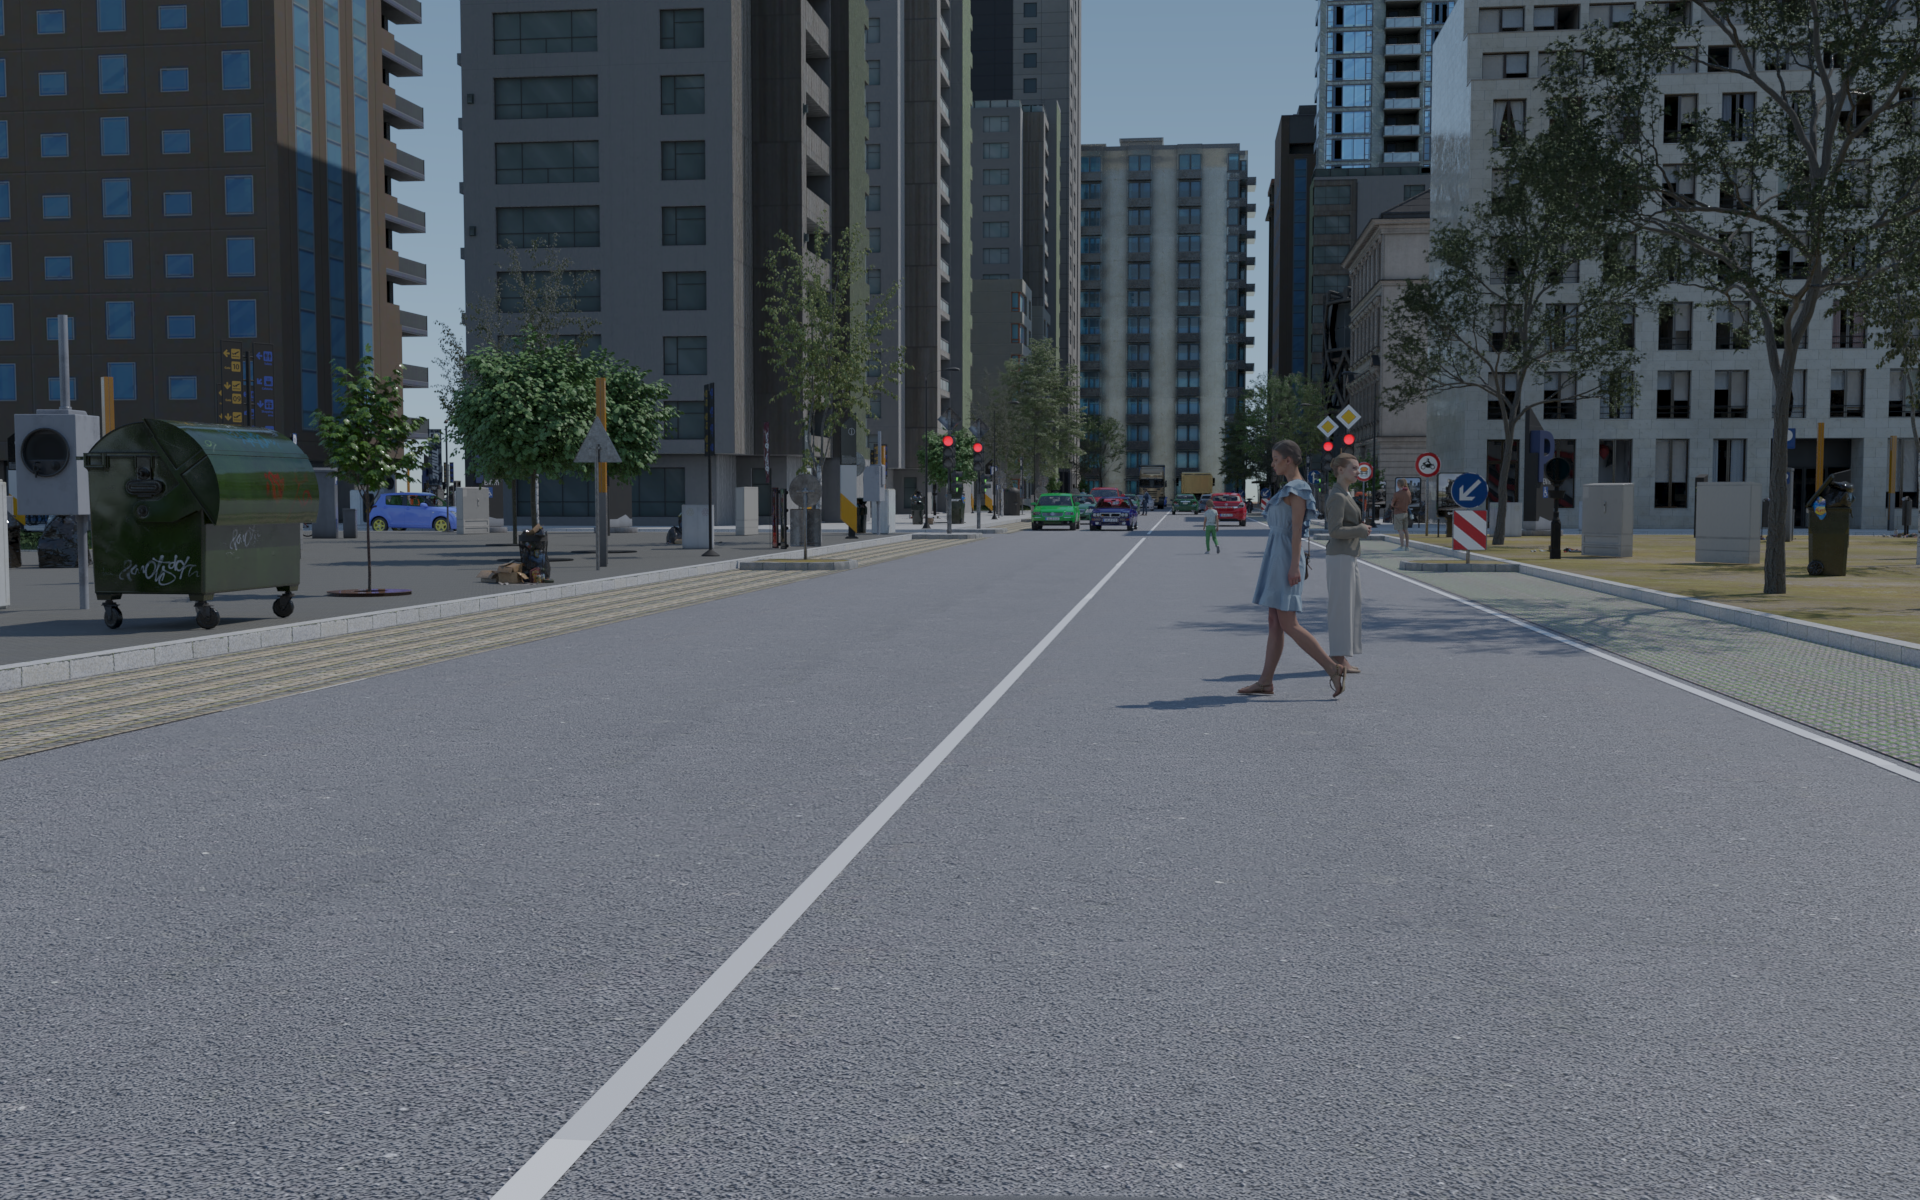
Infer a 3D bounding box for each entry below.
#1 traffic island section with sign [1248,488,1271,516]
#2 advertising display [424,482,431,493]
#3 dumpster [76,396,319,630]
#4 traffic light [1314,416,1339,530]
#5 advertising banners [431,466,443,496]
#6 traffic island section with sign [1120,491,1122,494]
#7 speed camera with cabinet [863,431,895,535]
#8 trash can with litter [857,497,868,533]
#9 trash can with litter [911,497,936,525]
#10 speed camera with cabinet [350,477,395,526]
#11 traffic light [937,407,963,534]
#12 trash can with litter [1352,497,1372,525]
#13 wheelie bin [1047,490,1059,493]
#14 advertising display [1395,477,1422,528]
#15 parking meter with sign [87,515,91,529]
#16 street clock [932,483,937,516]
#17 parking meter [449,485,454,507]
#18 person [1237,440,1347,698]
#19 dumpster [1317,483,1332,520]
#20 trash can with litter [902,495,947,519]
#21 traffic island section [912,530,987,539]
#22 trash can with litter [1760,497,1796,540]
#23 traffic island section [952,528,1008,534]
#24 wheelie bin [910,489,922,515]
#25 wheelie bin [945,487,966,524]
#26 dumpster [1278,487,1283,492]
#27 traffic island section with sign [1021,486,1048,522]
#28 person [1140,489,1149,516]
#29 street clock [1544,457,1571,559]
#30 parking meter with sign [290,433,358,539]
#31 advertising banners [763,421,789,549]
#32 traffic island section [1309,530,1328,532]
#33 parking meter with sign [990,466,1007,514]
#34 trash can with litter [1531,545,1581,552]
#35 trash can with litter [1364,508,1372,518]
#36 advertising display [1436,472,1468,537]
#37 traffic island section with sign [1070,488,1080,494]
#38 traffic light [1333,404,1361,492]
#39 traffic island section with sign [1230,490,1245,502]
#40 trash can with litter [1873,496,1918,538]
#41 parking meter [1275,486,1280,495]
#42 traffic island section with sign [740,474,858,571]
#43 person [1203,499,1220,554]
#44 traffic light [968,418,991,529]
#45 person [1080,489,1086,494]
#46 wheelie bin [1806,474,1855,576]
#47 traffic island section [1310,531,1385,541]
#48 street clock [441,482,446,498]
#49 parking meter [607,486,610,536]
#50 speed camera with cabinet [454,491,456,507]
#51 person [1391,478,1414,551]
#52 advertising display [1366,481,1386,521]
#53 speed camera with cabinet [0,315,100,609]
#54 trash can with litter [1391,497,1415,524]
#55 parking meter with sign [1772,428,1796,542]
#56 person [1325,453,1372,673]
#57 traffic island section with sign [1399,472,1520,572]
[{"bbox_3d":[19.918,-6.424,113.658,1.989,1.847,2.006,0,4,7],"label":"traffic island section with sign"},{"bbox_3d":[-29.394,-5.531,95.651,0.123,1.923,0.974,0,4,0],"label":"advertising display"},{"bbox_3d":[-7.517,-0.897,17.156,1.502,2.255,1.985,0,4,7],"label":"dumpster"},{"bbox_3d":[13.165,-4.481,62.190,0.839,4.253,0.868,0,4,7],"label":"traffic light"},{"bbox_3d":[-32.638,-6.814,107.591,2.074,3.025,0.090,3,5,43],"label":"advertising banners"},{"bbox_3d":[17.794,-11.251,192.579,1.989,1.847,2.006,0,4,7],"label":"traffic island section with sign"},{"bbox_3d":[-2.575,-3.722,55.196,0.660,3.252,2.038,1,4,12],"label":"speed camera with cabinet"},{"bbox_3d":[-3.420,-2.775,56.752,0.624,1.170,1.055,-1,4,-22],"label":"trash can with litter"},{"bbox_3d":[-1.526,-3.734,72.444,1.055,1.170,0.624,0,4,4],"label":"trash can with litter"},{"bbox_3d":[-24.199,-4.711,71.368,0.660,3.252,2.038,2,4,24],"label":"speed camera with cabinet"},{"bbox_3d":[-0.327,-4.095,55.876,0.839,4.253,0.868,0,4,7],"label":"traffic light"},{"bbox_3d":[16.530,-3.648,71.030,1.055,1.170,0.624,2,4,31],"label":"trash can with litter"},{"bbox_3d":[7.300,-7.610,132.337,0.980,1.594,0.693,0,4,3],"label":"wheelie bin"},{"bbox_3d":[16.958,-3.692,65.583,0.974,1.923,0.123,2,4,26],"label":"advertising display"},{"bbox_3d":[-23.529,-3.191,48.440,1.738,3.016,0.543,-3,5,-43],"label":"parking meter with sign"},{"bbox_3d":[-1.502,-6.034,103.230,0.358,2.002,0.471,0,4,-2],"label":"street clock"},{"bbox_3d":[-33.000,-6.534,112.541,0.255,1.863,0.399,0,4,1],"label":"parking meter"},{"bbox_3d":[2.359,-0.223,12.234,0.778,1.811,0.616,1,4,23],"label":"person"},{"bbox_3d":[18.649,-4.978,87.145,1.264,1.857,1.865,0,4,7],"label":"dumpster"},{"bbox_3d":[-1.808,-4.838,90.151,2.233,1.210,1.678,1,4,11],"label":"trash can with litter"},{"bbox_3d":[-0.365,-2.063,56.016,2.009,0.180,2.903,0,4,7],"label":"traffic island section"},{"bbox_3d":[22.460,-2.311,48.849,2.233,1.210,1.678,1,4,18],"label":"trash can with litter"},{"bbox_3d":[0.669,-2.548,63.934,2.009,0.180,2.903,0,4,7],"label":"traffic island section"},{"bbox_3d":[-2.540,-5.714,101.325,0.693,1.594,0.980,-1,4,-8],"label":"wheelie bin"},{"bbox_3d":[-0.175,-4.054,74.197,0.980,1.594,0.693,1,4,19],"label":"wheelie bin"},{"bbox_3d":[23.546,-7.278,124.756,1.264,1.857,1.865,0,4,7],"label":"dumpster"},{"bbox_3d":[4.179,-4.872,88.289,1.989,1.847,2.006,0,4,7],"label":"traffic island section with sign"},{"bbox_3d":[12.314,-6.513,115.166,0.419,1.800,0.721,-2,4,-31],"label":"person"},{"bbox_3d":[11.772,-1.811,34.188,0.471,2.002,0.358,1,4,10],"label":"street clock"},{"bbox_3d":[-18.326,-3.283,49.944,1.738,3.016,0.543,-1,4,-10],"label":"parking meter with sign"},{"bbox_3d":[-4.377,-2.744,41.056,0.090,3.025,2.074,-1,4,-21],"label":"advertising banners"},{"bbox_3d":[13.204,-2.448,62.298,2.009,0.180,2.903,0,4,7],"label":"traffic island section"},{"bbox_3d":[2.636,-6.939,109.712,0.543,3.016,1.738,2,4,35],"label":"parking meter with sign"},{"bbox_3d":[13.789,-1.674,38.426,2.233,1.210,1.678,1,4,9],"label":"trash can with litter"},{"bbox_3d":[21.445,-4.999,92.787,1.678,1.210,2.233,-3,5,-39],"label":"trash can with litter"},{"bbox_3d":[14.635,-2.826,51.419,0.974,1.923,0.123,0,4,0],"label":"advertising display"},{"bbox_3d":[7.678,-6.507,115.017,1.989,1.847,2.006,0,4,7],"label":"traffic island section with sign"},{"bbox_3d":[12.131,-3.997,54.271,0.839,4.253,0.868,0,4,7],"label":"traffic light"},{"bbox_3d":[26.445,-9.479,163.611,1.989,1.847,2.006,0,4,7],"label":"traffic island section with sign"},{"bbox_3d":[27.976,-2.474,51.503,1.678,1.210,2.233,3,4,36],"label":"trash can with litter"},{"bbox_3d":[24.427,-7.805,133.321,0.399,1.863,0.255,-3,5,-40],"label":"parking meter"},{"bbox_3d":[-3.018,-1.501,33.165,1.989,1.847,2.006,0,4,7],"label":"traffic island section with sign"},{"bbox_3d":[6.019,-1.753,41.411,0.306,1.304,0.590,-1,4,-20],"label":"person"},{"bbox_3d":[0.707,-4.579,63.794,0.839,4.253,0.868,0,4,7],"label":"traffic light"},{"bbox_3d":[9.275,-7.518,131.434,0.660,1.820,0.620,1,4,8],"label":"person"},{"bbox_3d":[13.713,-1.186,27.301,0.693,1.594,0.980,2,4,27],"label":"wheelie bin"},{"bbox_3d":[12.170,-1.963,54.380,2.009,0.180,2.903,0,4,7],"label":"traffic island section"},{"bbox_3d":[-30.368,-5.954,101.921,0.358,2.002,0.471,-1,4,-22],"label":"street clock"},{"bbox_3d":[-10.922,-2.732,53.077,0.372,1.533,0.369,0,3,0],"label":"parking meter"},{"bbox_3d":[-26.080,-6.038,93.060,2.038,3.252,0.660,-2,4,-26],"label":"speed camera with cabinet"},{"bbox_3d":[11.091,-2.138,43.434,0.573,1.828,0.580,1,4,10],"label":"person"},{"bbox_3d":[20.141,-4.812,83.886,0.974,1.923,0.123,1,4,12],"label":"advertising display"},{"bbox_3d":[-10.596,-1.511,19.035,2.038,3.252,0.660,0,3,0],"label":"speed camera with cabinet"},{"bbox_3d":[18.715,-3.772,73.054,1.055,1.170,0.624,3,5,43],"label":"trash can with litter"},{"bbox_3d":[22.225,-3.082,46.659,0.543,3.016,1.738,2,4,29],"label":"parking meter with sign"},{"bbox_3d":[3.104,-0.294,13.854,0.362,1.759,0.519,1,4,17],"label":"person"},{"bbox_3d":[9.340,-1.463,32.554,1.989,1.847,2.006,0,4,7],"label":"traffic island section with sign"}]
